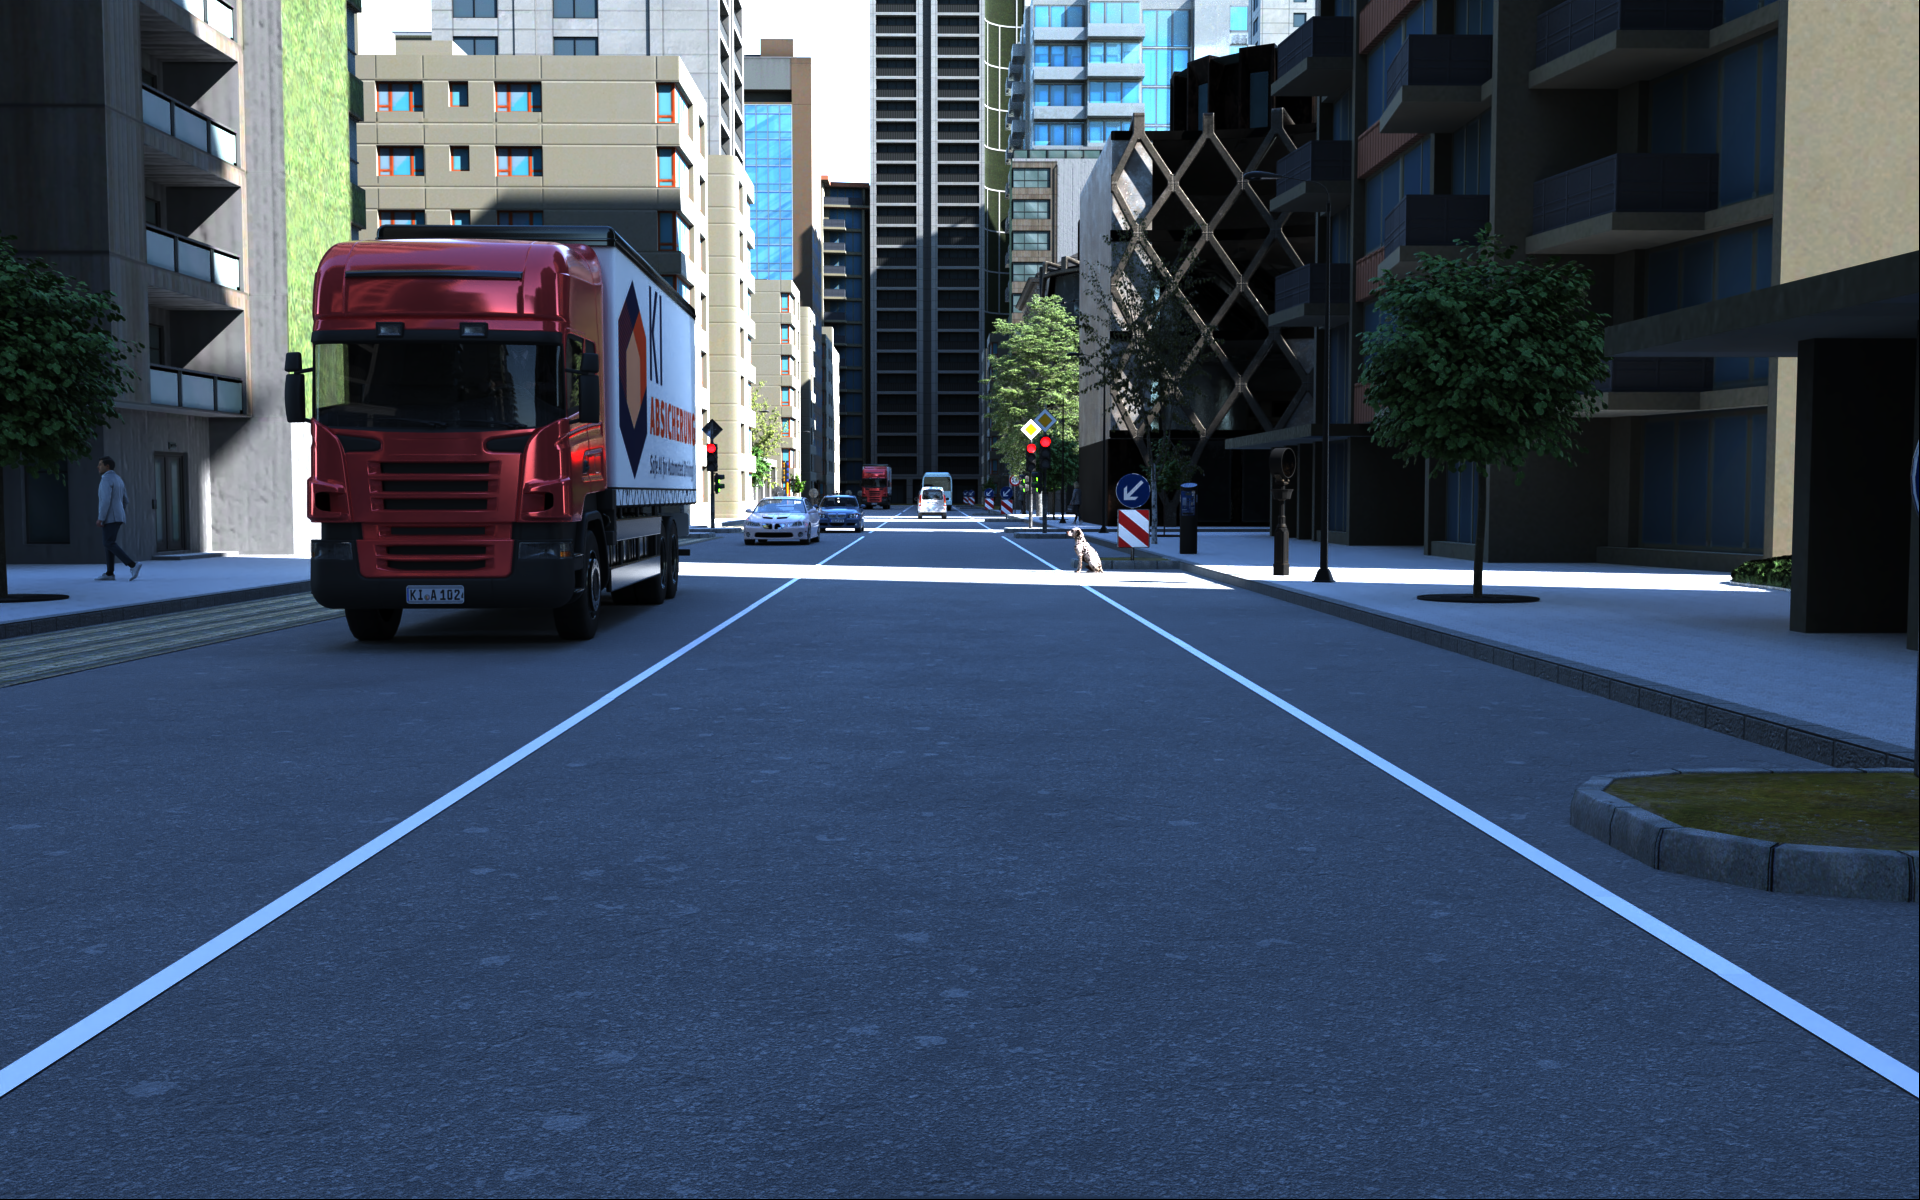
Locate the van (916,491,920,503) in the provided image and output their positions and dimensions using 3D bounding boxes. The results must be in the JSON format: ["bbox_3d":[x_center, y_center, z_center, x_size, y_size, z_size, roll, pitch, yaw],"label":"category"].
[{"bbox_3d":[-3.933,-11.462,194.409,2.013,2.044,4.112,0,4,-1],"label":"van"}]

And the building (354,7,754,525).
[{"bbox_3d":[-25.127,-14.545,82.853,27.650,21.520,28.899,0,4,-1],"label":"building"}]

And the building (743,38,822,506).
[{"bbox_3d":[-21.347,-32.103,174.989,14.600,45.320,14.200,0,4,-1],"label":"building"}]

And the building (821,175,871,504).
[{"bbox_3d":[-26.281,-35.493,234.939,28.867,44.769,22.147,0,4,-1],"label":"building"}]

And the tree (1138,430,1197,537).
[{"bbox_3d":[6.147,-3.508,51.953,1.663,3.219,1.824,0,3,0],"label":"tree"}]

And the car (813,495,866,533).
[{"bbox_3d":[-4.558,-3.289,65.786,2.014,1.417,4.499,0,4,-1],"label":"car"}]

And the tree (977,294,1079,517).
[{"bbox_3d":[4.719,-11.014,98.199,7.486,12.596,7.792,0,3,0],"label":"tree"}]

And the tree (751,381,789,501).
[{"bbox_3d":[-12.555,-9.445,104.791,4.737,8.622,4.395,0,3,0],"label":"tree"}]

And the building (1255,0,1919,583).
[{"bbox_3d":[19.321,-23.532,39.369,22.147,44.769,28.867,0,4,-1],"label":"building"}]

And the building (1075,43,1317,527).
[{"bbox_3d":[14.113,-12.590,73.294,16.811,18.784,16.820,0,4,-1],"label":"building"}]

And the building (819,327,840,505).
[{"bbox_3d":[-29.177,-21.761,200.835,28.899,21.520,27.650,0,4,-1],"label":"building"}]

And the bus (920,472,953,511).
[{"bbox_3d":[-2.052,-9.703,153.511,2.948,3.499,13.247,0,4,-1],"label":"bus"}]

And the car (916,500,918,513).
[{"bbox_3d":[-2.325,-7.407,130.898,2.009,1.686,4.222,0,4,1],"label":"car"}]

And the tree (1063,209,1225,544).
[{"bbox_3d":[4.891,-5.744,44.269,4.360,8.622,3.978,0,3,0],"label":"tree"}]

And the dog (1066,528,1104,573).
[{"bbox_3d":[2.391,-0.897,31.496,0.800,0.831,0.513,3,5,42],"label":"dog"}]

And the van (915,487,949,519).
[{"bbox_3d":[-1.619,-5.704,100.271,2.013,2.044,4.112,0,4,-2],"label":"van"}]

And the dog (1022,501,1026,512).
[{"bbox_3d":[4.471,-6.397,118.966,0.513,0.831,0.800,3,4,36],"label":"dog"}]

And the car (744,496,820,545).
[{"bbox_3d":[-5.149,-2.332,50.494,2.083,1.381,4.827,0,4,1],"label":"car"}]

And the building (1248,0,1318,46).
[{"bbox_3d":[43.440,-46.832,203.952,20.611,71.187,20.563,0,4,-1],"label":"building"}]

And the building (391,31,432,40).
[{"bbox_3d":[-57.582,-37.275,198.686,27.495,52.752,28.713,0,4,-1],"label":"building"}]

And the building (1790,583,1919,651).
[{"bbox_3d":[17.618,-21.279,2.537,22.147,44.769,28.867,0,4,-1],"label":"building"}]

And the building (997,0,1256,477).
[{"bbox_3d":[15.860,-33.656,169.891,23.786,49.044,30.456,0,4,-1],"label":"building"}]

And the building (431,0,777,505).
[{"bbox_3d":[-23.529,-41.699,120.027,20.563,71.187,20.611,0,4,-1],"label":"building"}]

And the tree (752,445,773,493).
[{"bbox_3d":[-12.512,-7.119,100.114,4.285,4.588,4.351,0,3,0],"label":"tree"}]

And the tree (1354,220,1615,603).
[{"bbox_3d":[6.250,-2.271,20.841,4.285,4.588,4.351,0,3,0],"label":"tree"}]

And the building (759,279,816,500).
[{"bbox_3d":[-27.610,-18.903,154.099,27.650,21.520,28.899,0,4,-1],"label":"building"}]

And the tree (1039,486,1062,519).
[{"bbox_3d":[4.545,-5.884,90.812,1.663,3.219,1.824,0,3,0],"label":"tree"}]

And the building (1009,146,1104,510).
[{"bbox_3d":[11.136,-23.024,148.136,14.160,30.474,14.107,0,4,-1],"label":"building"}]

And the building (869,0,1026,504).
[{"bbox_3d":[-1.528,-48.637,233.474,20.611,71.187,20.563,0,4,-1],"label":"building"}]

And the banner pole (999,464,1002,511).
[{"bbox_3d":[3.180,-8.725,132.666,0.401,3.779,0.863,0,4,2],"label":"banner pole"}]

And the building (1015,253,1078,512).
[{"bbox_3d":[9.886,-16.232,130.018,10.561,19.102,19.286,0,4,-1],"label":"building"}]

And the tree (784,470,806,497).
[{"bbox_3d":[-12.913,-8.735,137.423,1.663,3.219,1.824,0,3,0],"label":"tree"}]

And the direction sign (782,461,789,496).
[{"bbox_3d":[-11.833,-7.680,117.572,0.379,3.537,0.876,1,4,21],"label":"direction sign"}]

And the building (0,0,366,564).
[{"bbox_3d":[-20.974,-21.388,33.295,14.154,41.232,14.086,0,4,-1],"label":"building"}]

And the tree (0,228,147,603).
[{"bbox_3d":[-11.532,-2.274,20.902,4.285,4.588,4.351,0,3,0],"label":"tree"}]

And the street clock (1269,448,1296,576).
[{"bbox_3d":[5.065,-1.387,27.251,0.358,2.002,0.471,3,4,39],"label":"street clock"}]

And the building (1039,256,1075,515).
[{"bbox_3d":[13.477,-14.961,112.071,16.820,18.784,16.811,0,4,-1],"label":"building"}]

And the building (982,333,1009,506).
[{"bbox_3d":[16.747,-21.734,200.395,27.650,21.520,28.899,0,4,-1],"label":"building"}]
